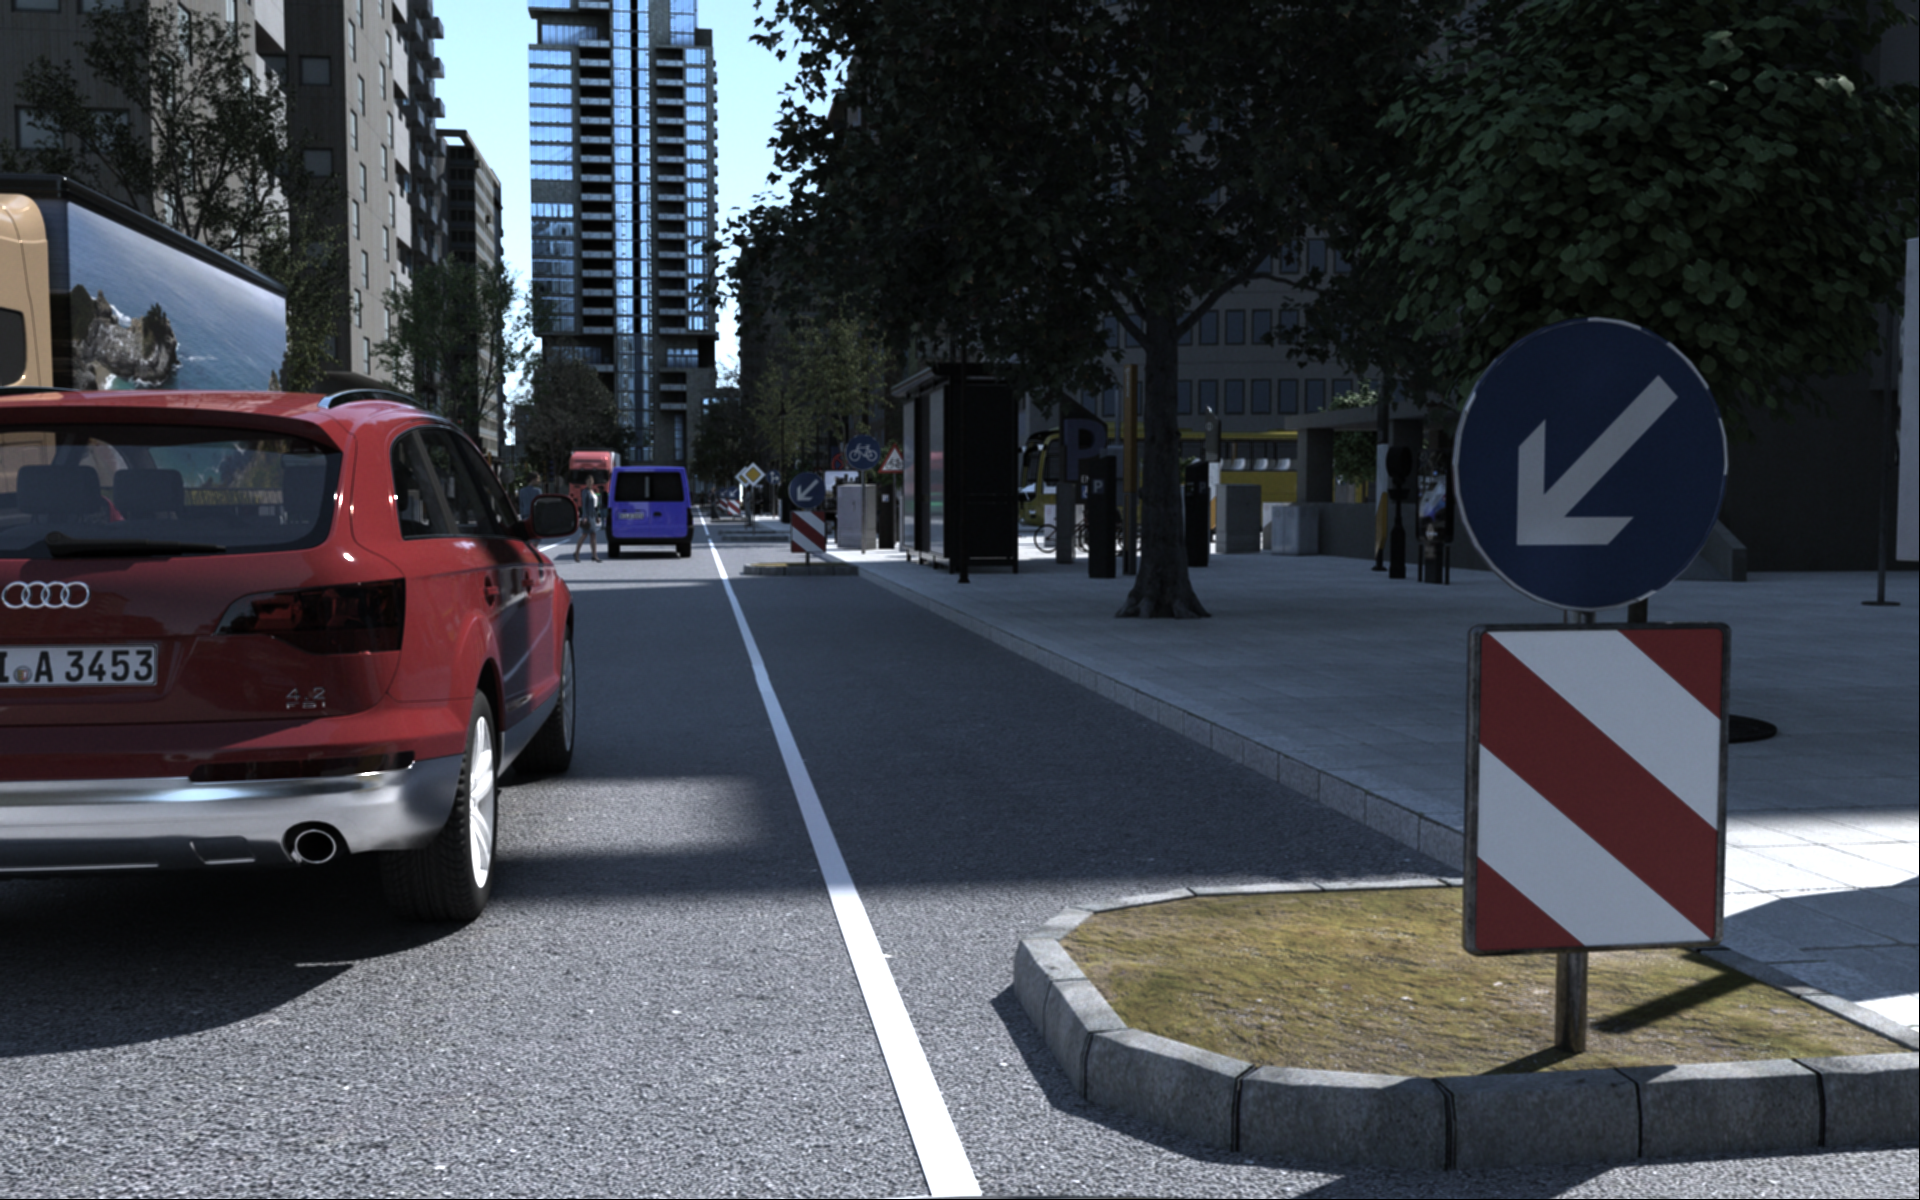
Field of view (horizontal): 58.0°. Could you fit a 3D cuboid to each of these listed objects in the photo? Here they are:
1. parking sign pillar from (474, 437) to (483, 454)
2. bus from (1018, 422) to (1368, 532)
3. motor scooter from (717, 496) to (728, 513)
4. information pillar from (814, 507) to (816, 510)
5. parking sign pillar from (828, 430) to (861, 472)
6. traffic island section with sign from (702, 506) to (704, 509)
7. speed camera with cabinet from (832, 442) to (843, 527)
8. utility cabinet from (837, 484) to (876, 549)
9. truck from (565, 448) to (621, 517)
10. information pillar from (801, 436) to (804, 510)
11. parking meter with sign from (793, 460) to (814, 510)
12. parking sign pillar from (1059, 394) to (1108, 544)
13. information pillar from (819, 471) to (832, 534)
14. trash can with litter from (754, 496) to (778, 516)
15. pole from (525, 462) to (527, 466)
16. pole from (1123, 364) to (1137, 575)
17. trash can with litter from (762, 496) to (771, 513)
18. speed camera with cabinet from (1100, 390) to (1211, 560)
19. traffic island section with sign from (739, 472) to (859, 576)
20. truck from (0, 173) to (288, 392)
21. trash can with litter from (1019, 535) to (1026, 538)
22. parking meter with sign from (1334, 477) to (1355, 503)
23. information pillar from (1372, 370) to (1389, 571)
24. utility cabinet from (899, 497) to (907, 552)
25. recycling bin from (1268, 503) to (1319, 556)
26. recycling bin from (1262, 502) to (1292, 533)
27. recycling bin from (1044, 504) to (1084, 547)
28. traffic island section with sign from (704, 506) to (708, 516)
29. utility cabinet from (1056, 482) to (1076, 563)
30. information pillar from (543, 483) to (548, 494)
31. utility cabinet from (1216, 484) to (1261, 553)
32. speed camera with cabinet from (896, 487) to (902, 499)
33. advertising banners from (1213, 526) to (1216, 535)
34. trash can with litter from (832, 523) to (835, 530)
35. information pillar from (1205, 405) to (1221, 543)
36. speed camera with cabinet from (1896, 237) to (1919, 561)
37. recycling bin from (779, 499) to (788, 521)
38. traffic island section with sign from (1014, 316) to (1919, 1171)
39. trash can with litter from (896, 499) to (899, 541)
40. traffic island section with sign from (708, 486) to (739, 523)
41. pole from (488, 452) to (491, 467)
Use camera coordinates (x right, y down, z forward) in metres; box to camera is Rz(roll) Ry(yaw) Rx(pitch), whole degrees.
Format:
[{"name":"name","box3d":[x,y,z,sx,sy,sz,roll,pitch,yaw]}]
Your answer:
[{"name":"parking sign pillar","box3d":[-23.029,-5.671,81.185,1.447,3.967,1.447,-1,4,-13]},{"name":"bus","box3d":[7.878,-4.180,59.894,12.252,3.916,2.896,-1,4,-10]},{"name":"motor scooter","box3d":[-17.652,-7.099,128.839,0.815,1.314,1.986,0,4,-7]},{"name":"information pillar","box3d":[-5.332,-3.716,65.246,0.304,2.012,0.304,-1,4,-11]},{"name":"parking sign pillar","box3d":[-4.711,-5.041,70.888,1.447,3.967,1.447,-1,4,-14]},{"name":"traffic island section with sign","box3d":[-23.171,-9.416,162.574,1.989,1.847,2.006,-1,4,-9]},{"name":"speed camera with cabinet","box3d":[-4.885,-4.428,66.741,0.660,3.252,2.038,-1,4,-17]},{"name":"utility cabinet","box3d":[-2.406,-1.922,40.107,0.318,1.500,1.173,-3,4,-38]},{"name":"truck","box3d":[-22.606,-7.241,107.307,2.839,4.237,11.283,0,4,-8]},{"name":"information pillar","box3d":[-6.135,-4.664,67.608,0.183,3.616,0.504,0,4,-4]},{"name":"parking meter with sign","box3d":[-7.395,-5.441,85.223,1.738,3.016,0.543,3,5,40]},{"name":"parking sign pillar","box3d":[3.256,-3.463,45.092,1.447,3.967,1.447,-1,4,-16]},{"name":"information pillar","box3d":[-4.288,-3.099,55.154,0.304,2.012,0.304,3,5,44]},{"name":"trash can with litter","box3d":[-11.015,-5.511,101.164,2.233,1.210,1.678,-1,4,-22]},{"name":"pole","box3d":[-27.975,-7.212,111.752,0.158,3.312,0.155,0,3,0]},{"name":"pole","box3d":[2.687,-2.049,27.345,0.158,3.312,0.155,0,3,0]},{"name":"trash can with litter","box3d":[-13.092,-6.565,118.731,1.055,1.170,0.624,2,4,34]},{"name":"speed camera with cabinet","box3d":[3.707,-2.358,32.889,2.038,3.252,0.660,1,4,18]},{"name":"traffic island section with sign","box3d":[-2.907,-1.386,31.292,1.989,1.847,2.006,-1,4,-9]},{"name":"truck","box3d":[-9.335,-1.738,17.328,2.839,4.237,11.283,0,4,-8]},{"name":"trash can with litter","box3d":[1.185,-2.477,51.563,1.678,1.210,2.233,-2,4,-26]},{"name":"parking meter with sign","box3d":[11.370,-3.364,51.261,0.543,3.016,1.738,2,4,33]},{"name":"information pillar","box3d":[7.018,-2.290,28.797,0.183,3.616,0.504,0,4,1]},{"name":"utility cabinet","box3d":[-0.926,-1.683,38.676,0.306,1.237,1.020,3,4,38]},{"name":"recycling bin","box3d":[7.025,-1.453,36.310,0.722,1.027,0.722,-3,5,-41]},{"name":"recycling bin","box3d":[9.839,-2.511,53.602,0.722,1.027,0.722,3,5,41]},{"name":"recycling bin","box3d":[2.537,-1.814,42.214,0.722,1.027,0.722,3,5,42]},{"name":"traffic island section with sign","box3d":[-15.596,-6.413,113.479,1.989,1.847,2.006,-1,4,-9]},{"name":"utility cabinet","box3d":[1.999,-1.456,32.492,0.318,1.500,1.173,0,4,7]},{"name":"information pillar","box3d":[-27.118,-6.666,113.474,0.304,2.012,0.304,-2,4,-34]},{"name":"utility cabinet","box3d":[6.023,-1.757,37.403,1.173,1.500,0.318,-3,5,-42]},{"name":"speed camera with cabinet","box3d":[-3.258,-7.353,114.558,2.038,3.252,0.660,1,4,18]},{"name":"advertising banners","box3d":[7.311,-3.608,55.183,2.074,3.025,0.090,2,4,24]},{"name":"trash can with litter","box3d":[-4.372,-3.153,62.603,1.678,1.210,2.233,1,4,13]},{"name":"information pillar","box3d":[6.644,-3.319,45.617,0.183,3.616,0.504,-3,5,-40]},{"name":"speed camera with cabinet","box3d":[3.839,-0.656,5.067,0.660,3.252,2.038,-1,4,-22]},{"name":"recycling bin","box3d":[-8.168,-4.233,81.770,0.722,1.027,0.722,-1,4,-10]},{"name":"traffic island section with sign","box3d":[1.202,0.243,4.650,1.989,1.847,2.006,-1,4,-9]},{"name":"trash can with litter","box3d":[-1.562,-2.162,46.739,0.624,1.170,1.055,3,5,44]},{"name":"traffic island section with sign","box3d":[-11.475,-4.784,86.839,1.989,1.847,2.006,-1,4,-9]},{"name":"pole","box3d":[-22.843,-5.524,84.156,0.158,3.312,0.155,0,3,0]}]
